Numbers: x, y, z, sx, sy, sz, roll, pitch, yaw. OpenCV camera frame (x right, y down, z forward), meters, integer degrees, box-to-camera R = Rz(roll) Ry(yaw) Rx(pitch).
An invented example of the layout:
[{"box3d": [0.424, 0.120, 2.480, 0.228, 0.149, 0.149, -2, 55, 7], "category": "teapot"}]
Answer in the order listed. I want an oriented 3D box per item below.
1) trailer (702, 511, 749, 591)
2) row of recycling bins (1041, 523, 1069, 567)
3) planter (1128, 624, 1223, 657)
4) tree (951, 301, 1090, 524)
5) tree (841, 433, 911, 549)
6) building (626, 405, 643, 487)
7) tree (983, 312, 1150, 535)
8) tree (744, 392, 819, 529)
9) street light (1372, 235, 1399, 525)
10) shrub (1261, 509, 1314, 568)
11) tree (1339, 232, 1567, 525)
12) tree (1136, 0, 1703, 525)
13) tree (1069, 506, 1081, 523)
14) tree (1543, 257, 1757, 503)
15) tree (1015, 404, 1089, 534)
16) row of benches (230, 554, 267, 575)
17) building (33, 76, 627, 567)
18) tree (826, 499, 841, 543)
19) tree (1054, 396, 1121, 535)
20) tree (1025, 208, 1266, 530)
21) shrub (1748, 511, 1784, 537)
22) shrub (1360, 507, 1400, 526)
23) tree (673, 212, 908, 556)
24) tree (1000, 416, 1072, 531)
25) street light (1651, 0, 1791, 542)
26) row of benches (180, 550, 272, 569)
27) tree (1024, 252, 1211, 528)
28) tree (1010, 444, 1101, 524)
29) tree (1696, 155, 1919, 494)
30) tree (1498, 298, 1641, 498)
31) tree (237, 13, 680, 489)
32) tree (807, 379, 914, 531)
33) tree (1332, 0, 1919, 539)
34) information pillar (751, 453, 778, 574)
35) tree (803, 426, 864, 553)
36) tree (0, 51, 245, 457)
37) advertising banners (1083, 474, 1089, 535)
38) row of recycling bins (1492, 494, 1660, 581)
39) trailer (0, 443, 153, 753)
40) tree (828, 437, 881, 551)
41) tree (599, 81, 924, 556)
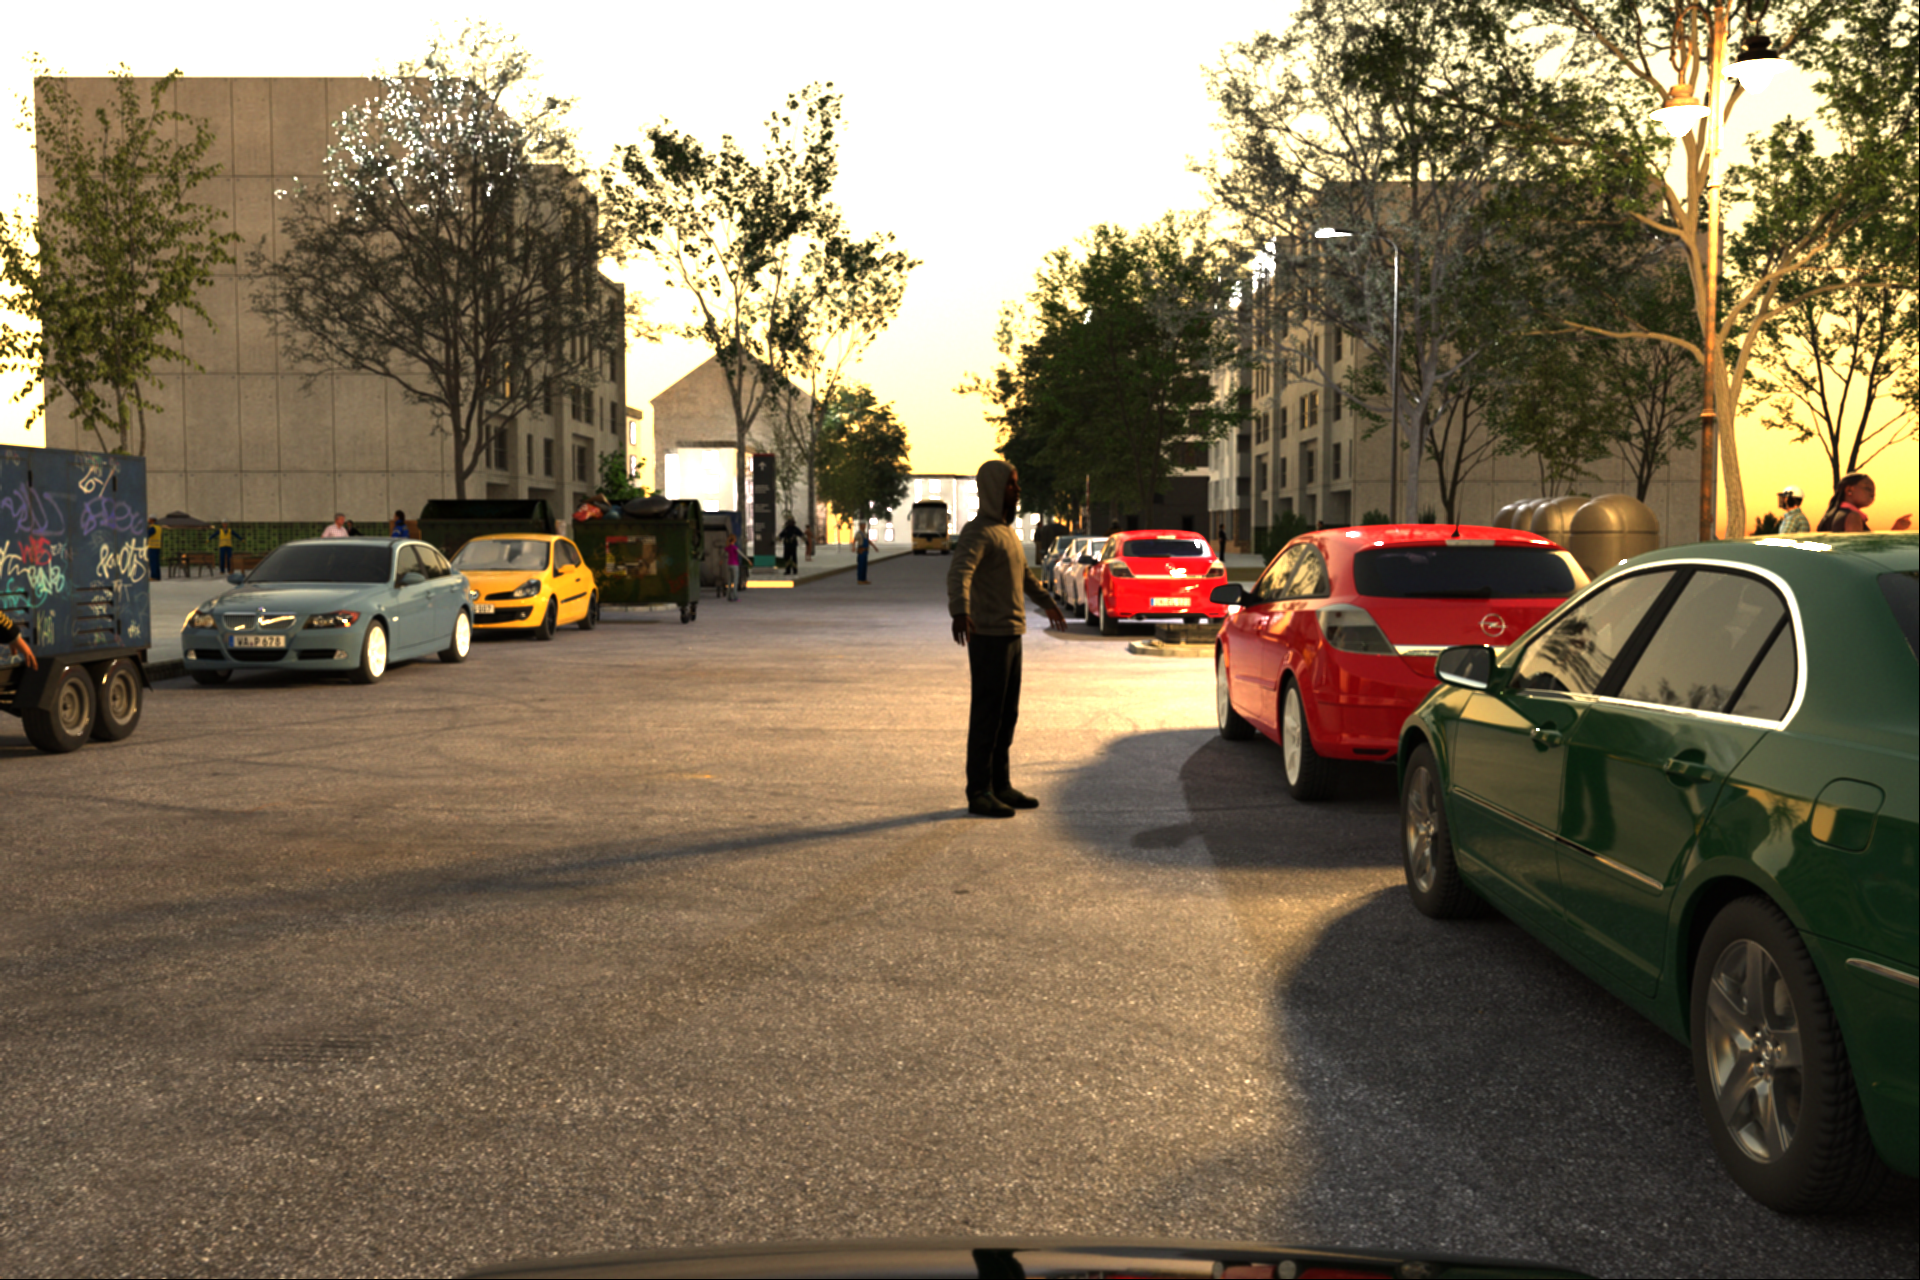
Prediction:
[{"box3d": [-6.189, -2.207, 43.127, 1.471, 1.999, 3.904, 0, 4, 1], "category": "trailer"}, {"box3d": [3.569, -3.588, 65.769, 1.069, 1.692, 3.534, 0, 4, 1], "category": "row of recycling bins"}, {"box3d": [3.082, 0.001, 21.128, 1.991, 0.319, 1.994, 0, 4, 0], "category": "planter"}, {"box3d": [6.092, -17.454, 141.269, 12.611, 20.169, 13.585, 0, 3, 0], "category": "tree"}, {"box3d": [-7.819, -13.358, 152.811, 7.601, 10.594, 8.767, -1, 4, -16], "category": "tree"}, {"box3d": [-26.131, -10.766, 118.170, 9.099, 9.664, 28.070, 0, 4, 1], "category": "building"}, {"box3d": [6.440, -11.678, 97.594, 9.857, 13.997, 8.962, 0, 3, 0], "category": "tree"}, {"box3d": [-8.679, -8.483, 89.063, 4.360, 8.622, 3.978, 0, 3, 0], "category": "tree"}, {"box3d": [7.170, -3.293, 26.381, 1.470, 5.913, 1.316, 0, 4, 1], "category": "street light"}, {"box3d": [9.604, -2.838, 50.442, 1.661, 2.075, 1.752, 0, 3, 0], "category": "shrub"}, {"box3d": [16.966, -8.213, 60.043, 9.928, 11.665, 9.643, 0, 3, 0], "category": "tree"}, {"box3d": [9.009, -7.571, 34.162, 12.009, 13.543, 11.850, 0, 3, 0], "category": "tree"}, {"box3d": [15.970, -17.843, 242.097, 4.737, 8.622, 4.395, 0, 3, 0], "category": "tree"}, {"box3d": [25.547, -8.486, 64.497, 9.928, 11.665, 9.643, 0, 3, 0], "category": "tree"}, {"box3d": [7.230, -11.462, 113.152, 9.928, 11.665, 9.643, 0, 3, 0], "category": "tree"}, {"box3d": [-21.263, -2.436, 55.293, 1.422, 0.672, 4.104, 2, 4, 34], "category": "row of benches"}, {"box3d": [-27.384, -13.248, 83.064, 16.747, 18.905, 31.486, 0, 3, 0], "category": "building"}, {"box3d": [-17.108, -17.775, 240.985, 4.360, 8.622, 3.978, 0, 3, 0], "category": "tree"}, {"box3d": [6.469, -8.410, 87.861, 4.360, 8.622, 3.978, 0, 3, 0], "category": "tree"}, {"box3d": [6.111, -8.011, 56.730, 9.928, 11.665, 9.643, 0, 3, 0], "category": "tree"}, {"box3d": [25.976, -3.124, 55.503, 1.690, 2.028, 1.600, 0, 3, 0], "category": "shrub"}, {"box3d": [11.523, -2.679, 48.215, 1.690, 2.028, 1.600, 0, 3, 0], "category": "shrub"}, {"box3d": [-10.180, -15.102, 102.804, 12.611, 20.169, 13.585, 0, 3, 0], "category": "tree"}, {"box3d": [6.823, -14.373, 153.132, 7.486, 12.596, 7.792, 0, 3, 0], "category": "tree"}, {"box3d": [6.043, -2.517, 13.947, 0.468, 5.910, 1.993, 0, 4, 1], "category": "street light"}, {"box3d": [-27.387, -3.050, 65.338, 4.104, 0.672, 1.422, -3, 5, -43], "category": "row of benches"}, {"box3d": [6.290, -9.323, 70.559, 7.486, 12.596, 7.792, 0, 3, 0], "category": "tree"}, {"box3d": [7.191, -11.660, 125.061, 8.767, 10.594, 7.601, -1, 4, -20], "category": "tree"}, {"box3d": [24.479, -7.466, 47.821, 9.928, 11.665, 9.643, 0, 3, 0], "category": "tree"}, {"box3d": [17.705, -6.185, 51.495, 4.737, 8.622, 4.395, 0, 3, 0], "category": "tree"}, {"box3d": [-11.692, -7.969, 40.663, 12.009, 13.543, 11.850, 0, 3, 0], "category": "tree"}, {"box3d": [-7.950, -14.358, 141.416, 9.857, 13.997, 8.962, 0, 3, 0], "category": "tree"}, {"box3d": [8.827, -5.219, 19.751, 8.767, 10.594, 7.601, -1, 4, -15], "category": "tree"}, {"box3d": [-6.312, -4.069, 55.908, 0.750, 3.857, 0.750, 0, 4, 3], "category": "information pillar"}, {"box3d": [-8.364, -10.225, 117.537, 4.737, 8.622, 4.395, 0, 3, 0], "category": "tree"}, {"box3d": [-12.911, -4.640, 26.231, 4.737, 8.622, 4.395, 0, 3, 0], "category": "tree"}, {"box3d": [3.741, -3.381, 51.469, 0.090, 3.025, 2.074, 0, 4, 1], "category": "advertising banners"}, {"box3d": [6.706, -0.739, 19.193, 1.069, 1.692, 3.534, 0, 4, 1], "category": "row of recycling bins"}, {"box3d": [-6.516, -0.237, 10.926, 1.471, 1.999, 3.904, 0, 4, 1], "category": "trailer"}, {"box3d": [-8.225, -11.100, 131.853, 4.737, 8.622, 4.395, 0, 3, 0], "category": "tree"}, {"box3d": [-7.721, -13.188, 71.518, 12.611, 20.169, 13.585, 0, 3, 0], "category": "tree"}]
